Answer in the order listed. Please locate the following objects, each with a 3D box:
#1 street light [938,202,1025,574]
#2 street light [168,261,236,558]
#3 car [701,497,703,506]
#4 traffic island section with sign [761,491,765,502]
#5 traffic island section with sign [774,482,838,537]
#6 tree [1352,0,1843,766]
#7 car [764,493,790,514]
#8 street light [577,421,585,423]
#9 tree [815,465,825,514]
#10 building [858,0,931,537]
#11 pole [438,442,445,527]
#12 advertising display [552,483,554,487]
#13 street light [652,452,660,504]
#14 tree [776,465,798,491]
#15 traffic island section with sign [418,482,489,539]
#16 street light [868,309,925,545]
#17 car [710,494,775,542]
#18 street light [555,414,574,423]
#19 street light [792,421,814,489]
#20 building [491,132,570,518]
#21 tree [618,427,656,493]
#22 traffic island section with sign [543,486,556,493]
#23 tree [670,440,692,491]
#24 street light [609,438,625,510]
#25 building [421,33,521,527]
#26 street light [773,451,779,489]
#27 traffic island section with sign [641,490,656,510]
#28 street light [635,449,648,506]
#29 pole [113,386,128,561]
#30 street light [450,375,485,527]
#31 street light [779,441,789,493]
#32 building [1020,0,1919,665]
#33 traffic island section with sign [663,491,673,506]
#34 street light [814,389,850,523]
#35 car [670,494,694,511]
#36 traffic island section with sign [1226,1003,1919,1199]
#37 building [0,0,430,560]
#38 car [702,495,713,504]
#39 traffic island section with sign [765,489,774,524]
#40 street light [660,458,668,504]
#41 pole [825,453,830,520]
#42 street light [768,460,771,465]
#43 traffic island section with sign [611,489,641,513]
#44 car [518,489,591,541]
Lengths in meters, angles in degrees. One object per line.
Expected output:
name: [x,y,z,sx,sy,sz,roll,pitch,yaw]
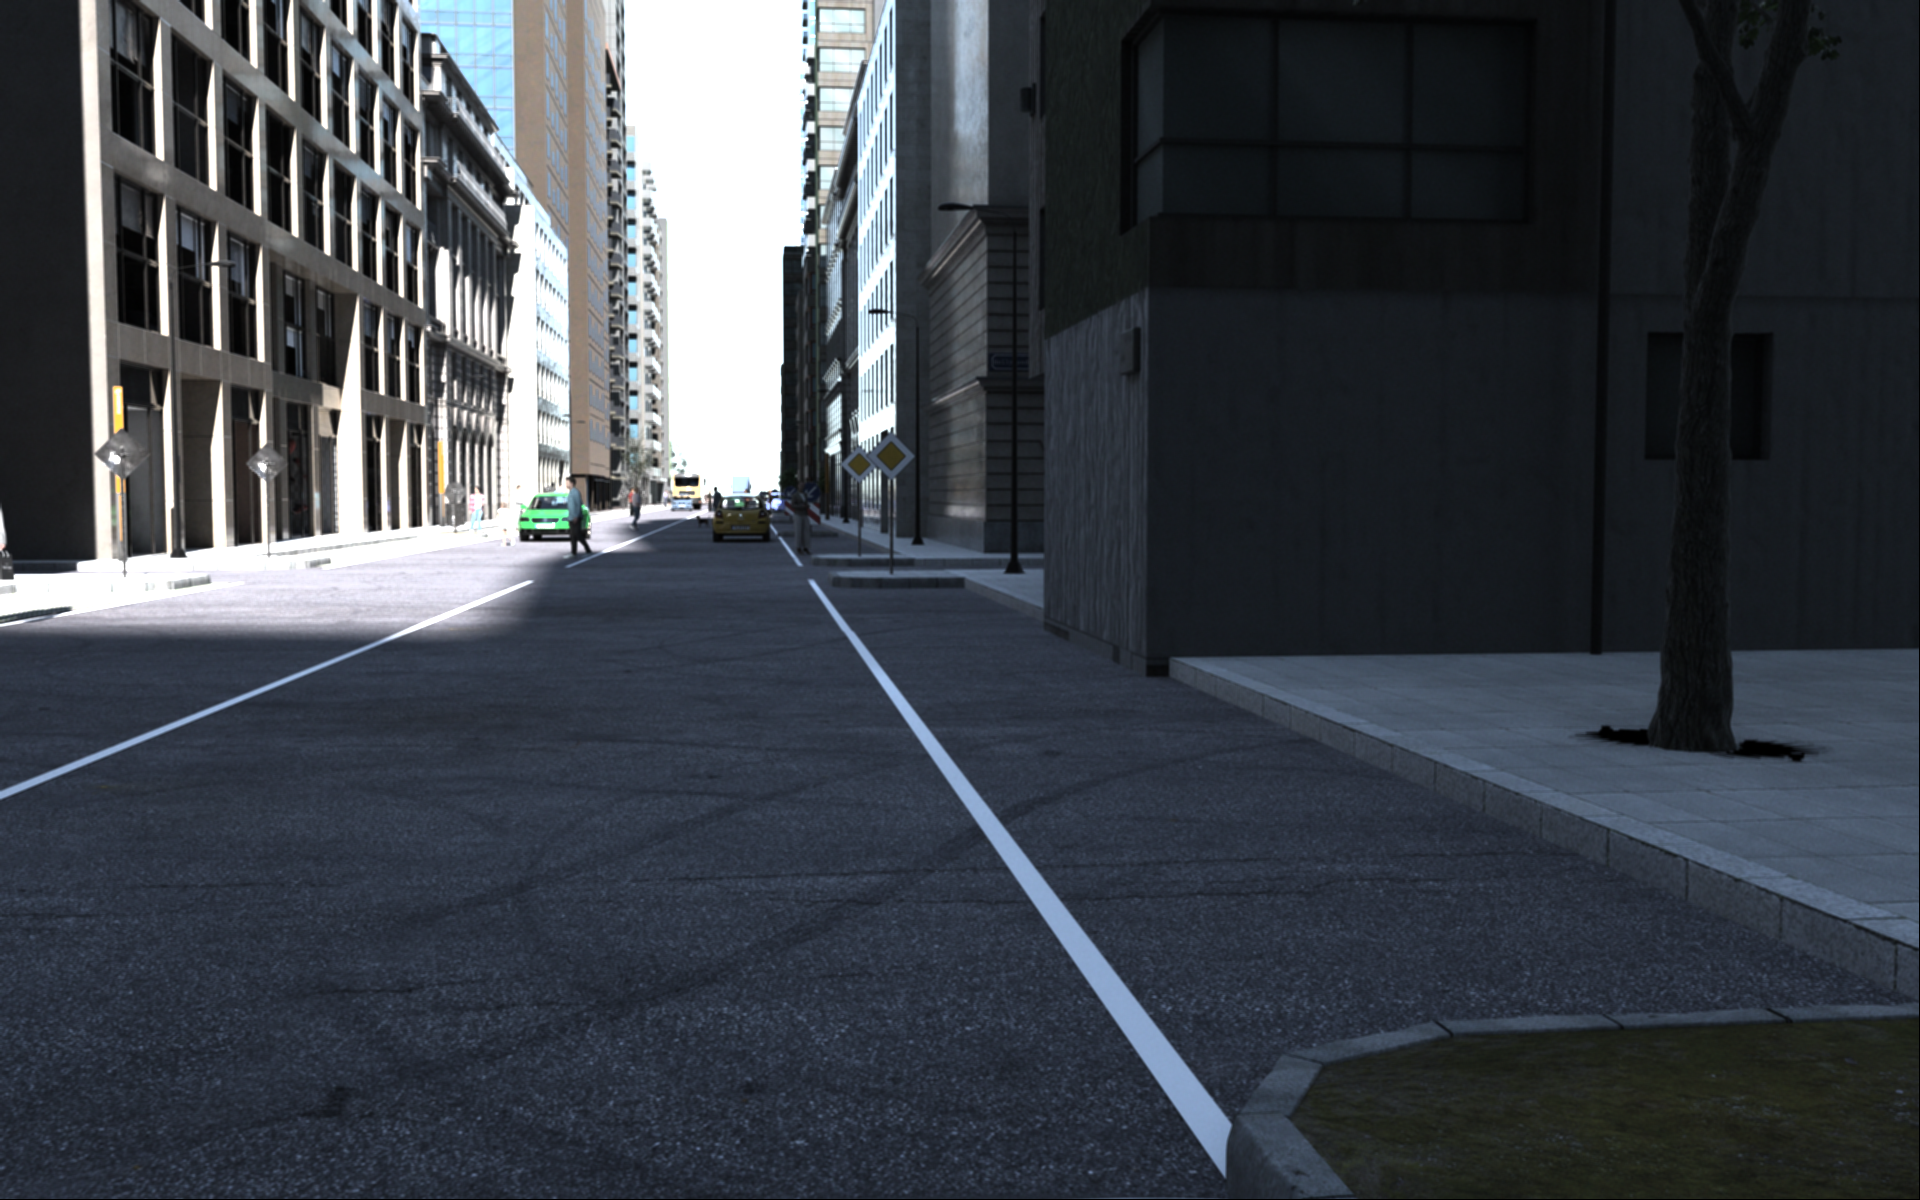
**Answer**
street light: [0.341,-3.381,27.825,1.470,5.913,1.316,0,4,-7]
street light: [-15.106,-3.792,34.547,1.470,5.913,1.316,0,4,-7]
car: [-32.180,-12.116,209.896,2.131,1.459,4.920,0,4,-7]
traffic island section with sign: [-14.501,-7.713,134.735,1.989,1.847,2.006,0,4,-7]
traffic island section with sign: [-5.166,-3.044,58.396,1.989,1.847,2.006,0,4,-7]
tree: [3.883,-5.053,8.380,9.928,11.665,9.643,0,3,0]
car: [-13.173,-7.081,125.368,1.945,1.707,3.694,0,4,-8]
street light: [-24.441,-8.399,109.862,1.470,5.913,1.316,0,4,-7]
tree: [-8.899,-7.218,112.623,1.663,3.219,1.824,0,3,0]
building: [2.250,-12.516,59.395,10.420,20.320,16.860,0,4,-7]
pole: [-20.129,-4.489,67.245,0.158,3.312,0.155,0,3,0]
advertising display: [-22.899,-5.642,97.457,0.123,1.923,0.974,-1,4,-15]
street light: [-34.472,-13.447,192.402,1.470,5.913,1.316,0,4,-7]
tree: [-18.745,-12.825,193.398,4.285,4.588,4.351,0,3,0]
traffic island section with sign: [-16.392,-2.908,56.174,1.989,1.847,2.006,0,4,-7]
street light: [-1.607,-4.349,43.648,1.470,5.913,1.316,0,4,-7]
car: [-6.694,-2.631,53.243,2.015,1.641,3.980,0,4,-6]
street light: [-23.368,-7.856,100.993,1.470,5.913,1.316,0,4,-7]
street light: [-9.825,-8.429,110.349,1.470,5.913,1.316,0,4,-7]
building: [-28.563,-14.944,99.079,10.420,20.320,16.860,0,4,-7]
tree: [-34.698,-14.384,185.539,4.360,8.622,3.978,0,3,0]
traffic island section with sign: [-19.732,-4.577,83.464,1.989,1.847,2.006,0,4,-7]
tree: [-44.708,-20.337,266.919,7.601,10.594,8.767,0,4,1]
street light: [-28.504,-10.483,143.933,1.470,5.913,1.316,0,4,-7]
building: [-28.024,-14.447,78.002,13.314,21.916,24.055,0,4,-7]
street light: [-19.052,-13.077,186.350,1.470,5.913,1.316,0,4,-7]
traffic island section with sign: [-29.146,-9.280,160.362,1.989,1.847,2.006,0,4,-7]
street light: [-32.617,-12.515,177.158,1.470,5.913,1.316,0,4,-7]
pole: [-15.984,-2.392,32.958,0.158,3.312,0.155,0,3,0]
street light: [-19.267,-5.824,67.766,1.470,5.913,1.316,0,4,-7]
street light: [-14.937,-11.024,152.787,1.470,5.913,1.316,0,4,-7]
building: [7.598,-15.204,20.291,14.160,30.474,14.107,0,4,-7]
traffic island section with sign: [-35.789,-12.604,214.701,1.989,1.847,2.006,0,4,-7]
street light: [-5.611,-6.382,76.887,1.470,5.913,1.316,0,4,-7]
car: [-23.788,-8.328,148.158,2.014,1.417,4.499,-1,4,-9]
traffic island section with sign: [1.587,0.331,3.216,1.989,1.847,2.006,0,4,-7]
building: [-28.092,-14.928,48.590,19.350,26.468,34.151,0,4,-7]
car: [-35.552,-14.288,245.972,2.083,1.381,4.827,0,4,-5]
traffic island section with sign: [-8.437,-4.680,85.153,1.989,1.847,2.006,0,4,-7]
street light: [-38.575,-15.479,225.628,1.470,5.913,1.316,0,4,-7]
pole: [-6.619,-5.658,86.359,0.158,3.312,0.155,0,3,0]
street light: [-25.074,-16.092,235.651,1.470,5.913,1.316,0,4,-7]
traffic island section with sign: [-25.822,-7.623,133.260,1.989,1.847,2.006,0,4,-7]
car: [-12.593,-2.760,53.919,1.959,1.807,4.718,0,4,-5]
